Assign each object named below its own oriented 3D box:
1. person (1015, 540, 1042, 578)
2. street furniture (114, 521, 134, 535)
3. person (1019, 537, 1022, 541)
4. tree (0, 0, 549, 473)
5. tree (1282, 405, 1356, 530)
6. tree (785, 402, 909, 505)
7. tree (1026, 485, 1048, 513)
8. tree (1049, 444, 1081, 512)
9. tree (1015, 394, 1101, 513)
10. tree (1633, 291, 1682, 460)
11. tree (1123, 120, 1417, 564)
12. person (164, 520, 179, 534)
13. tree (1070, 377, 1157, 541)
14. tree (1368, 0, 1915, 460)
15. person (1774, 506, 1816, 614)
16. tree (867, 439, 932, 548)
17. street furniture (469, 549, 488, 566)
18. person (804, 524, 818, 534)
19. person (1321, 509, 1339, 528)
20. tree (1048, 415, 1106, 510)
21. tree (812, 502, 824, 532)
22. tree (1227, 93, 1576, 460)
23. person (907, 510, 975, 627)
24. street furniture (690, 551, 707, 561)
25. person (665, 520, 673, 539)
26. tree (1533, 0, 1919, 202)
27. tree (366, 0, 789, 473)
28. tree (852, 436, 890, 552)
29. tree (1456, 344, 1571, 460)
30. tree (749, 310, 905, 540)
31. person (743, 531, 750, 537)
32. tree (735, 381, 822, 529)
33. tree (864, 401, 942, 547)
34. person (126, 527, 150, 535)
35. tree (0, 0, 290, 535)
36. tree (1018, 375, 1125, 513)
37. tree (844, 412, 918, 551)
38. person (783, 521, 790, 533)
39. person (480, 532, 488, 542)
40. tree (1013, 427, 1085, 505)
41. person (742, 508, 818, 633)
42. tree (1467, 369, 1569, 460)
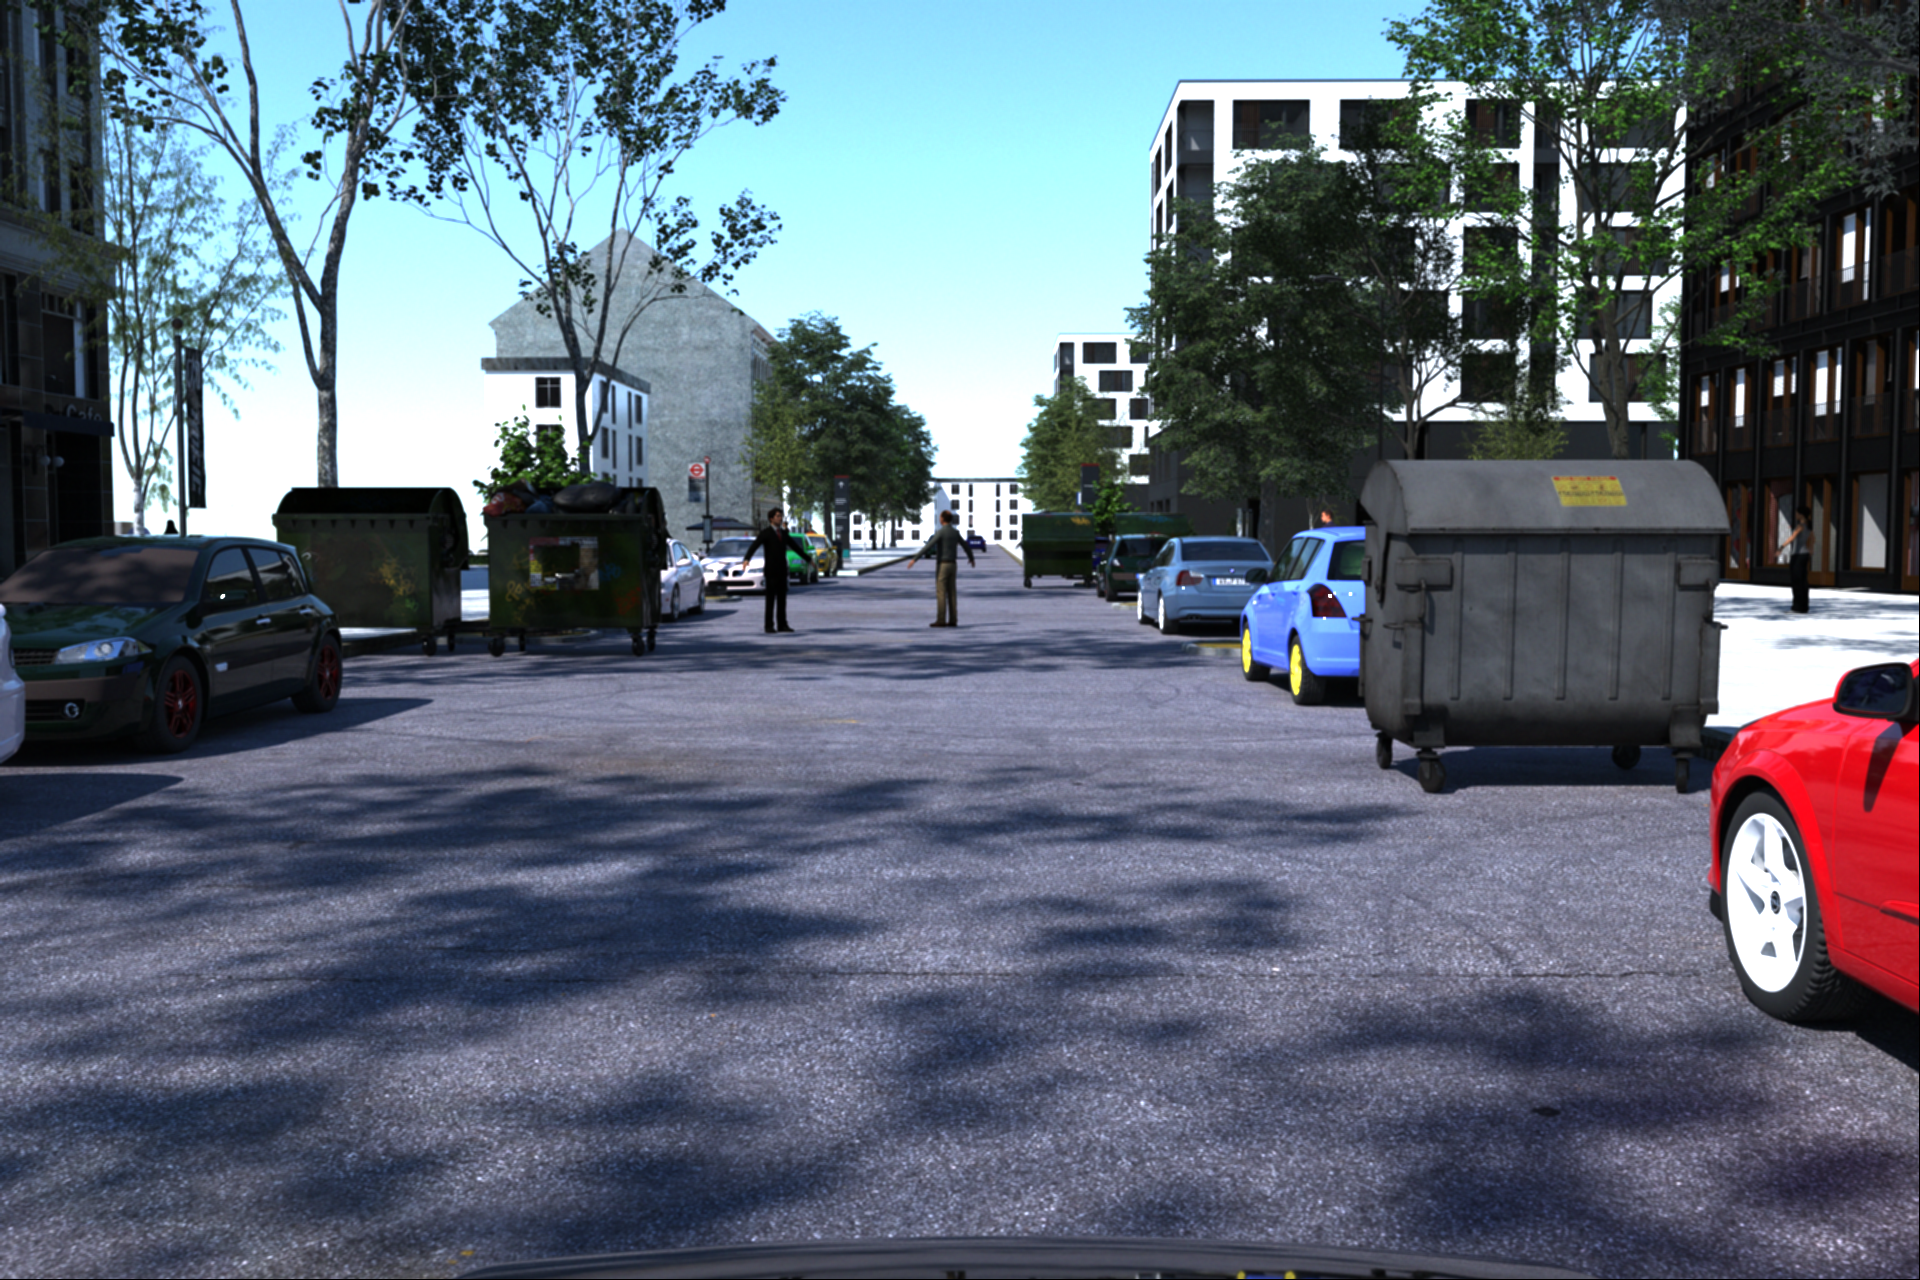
[{"bbox_3d":[2.486,-2.962,57.022,1.348,1.813,0.705,0,4,7],"label":"person"},{"bbox_3d":[-30.696,-3.241,59.837,11.010,1.723,9.812,-1,4,-15],"label":"street furniture"},{"bbox_3d":[3.518,-5.401,95.109,0.721,1.733,1.217,-1,4,-18],"label":"person"},{"bbox_3d":[-13.007,-10.824,32.856,12.611,20.169,13.585,0,3,0],"label":"tree"},{"bbox_3d":[14.594,-7.390,71.190,4.360,8.622,3.978,0,3,0],"label":"tree"},{"bbox_3d":[-7.751,-11.049,115.071,8.767,10.594,7.601,0,4,-6],"label":"tree"},{"bbox_3d":[8.452,-13.097,164.504,4.737,8.622,4.395,0,3,0],"label":"tree"},{"bbox_3d":[8.755,-11.107,131.968,4.360,8.622,3.978,0,3,0],"label":"tree"},{"bbox_3d":[8.319,-13.624,140.879,7.486,12.596,7.792,0,3,0],"label":"tree"},{"bbox_3d":[29.540,-8.593,66.255,9.928,11.665,9.643,0,3,0],"label":"tree"},{"bbox_3d":[9.875,-9.095,55.358,9.857,13.997,8.962,0,3,0],"label":"tree"},{"bbox_3d":[-25.222,-2.961,55.194,0.721,1.737,1.214,1,4,12],"label":"person"},{"bbox_3d":[6.914,-8.056,82.079,4.360,8.622,3.978,0,3,0],"label":"tree"},{"bbox_3d":[9.724,-6.108,25.625,9.928,11.665,9.643,0,3,0],"label":"tree"},{"bbox_3d":[13.443,-1.288,27.869,1.217,1.737,0.721,-3,5,-40],"label":"person"},{"bbox_3d":[-6.841,-13.482,154.835,8.767,10.594,7.601,-1,4,-11],"label":"tree"},{"bbox_3d":[-21.941,-3.359,70.539,10.072,0.657,5.734,-3,5,-39],"label":"street furniture"},{"bbox_3d":[-8.199,-5.447,94.992,1.347,1.837,0.705,1,4,11],"label":"person"},{"bbox_3d":[6.322,-1.389,29.666,0.541,1.710,0.530,-2,4,-31],"label":"person"},{"bbox_3d":[7.462,-9.551,106.523,4.737,8.622,4.395,0,3,0],"label":"tree"},{"bbox_3d":[-19.546,-18.615,254.711,4.360,8.622,3.978,0,3,0],"label":"tree"},{"bbox_3d":[9.563,-6.276,37.025,7.601,10.594,8.767,2,4,27],"label":"tree"},{"bbox_3d":[-0.231,-1.099,26.700,1.348,1.796,0.705,-3,5,-42],"label":"person"},{"bbox_3d":[-11.132,-3.895,79.307,5.734,0.657,10.072,1,4,12],"label":"street furniture"},{"bbox_3d":[-10.359,-3.333,60.712,0.704,1.802,1.346,1,4,19],"label":"person"},{"bbox_3d":[9.600,-6.310,13.536,12.009,13.543,11.850,0,3,0],"label":"tree"},{"bbox_3d":[-10.738,-11.845,49.550,12.611,20.169,13.585,0,3,0],"label":"tree"},{"bbox_3d":[-6.836,-10.614,123.902,4.737,8.622,4.395,0,3,0],"label":"tree"},{"bbox_3d":[21.456,-7.046,65.560,4.360,8.622,3.978,0,3,0],"label":"tree"},{"bbox_3d":[-7.430,-11.709,98.105,9.857,13.997,8.962,0,3,0],"label":"tree"},{"bbox_3d":[-11.520,-5.147,93.426,0.991,1.433,0.599,0,4,-3],"label":"person"},{"bbox_3d":[-8.402,-8.075,82.380,4.737,8.622,4.395,0,3,0],"label":"tree"},{"bbox_3d":[-6.403,-15.874,166.192,9.857,13.997,8.962,0,3,0],"label":"tree"},{"bbox_3d":[-20.835,-2.269,44.075,0.756,1.711,0.436,1,4,10],"label":"person"},{"bbox_3d":[-11.549,-4.481,23.628,4.360,8.622,3.978,0,3,0],"label":"tree"},{"bbox_3d":[7.935,-12.535,123.075,7.486,12.596,7.792,0,3,0],"label":"tree"},{"bbox_3d":[-6.796,-12.798,135.003,9.928,11.665,9.643,0,3,0],"label":"tree"},{"bbox_3d":[-7.354,-4.079,72.830,0.704,1.812,1.346,1,4,12],"label":"person"},{"bbox_3d":[-21.965,-4.585,81.144,1.347,1.806,0.705,2,4,35],"label":"person"},{"bbox_3d":[8.529,-13.979,154.307,9.928,11.665,9.643,0,3,0],"label":"tree"},{"bbox_3d":[-2.659,-1.013,25.203,1.347,1.806,0.705,-3,5,-44],"label":"person"},{"bbox_3d":[24.342,-7.608,74.750,4.737,8.622,4.395,0,3,0],"label":"tree"}]
